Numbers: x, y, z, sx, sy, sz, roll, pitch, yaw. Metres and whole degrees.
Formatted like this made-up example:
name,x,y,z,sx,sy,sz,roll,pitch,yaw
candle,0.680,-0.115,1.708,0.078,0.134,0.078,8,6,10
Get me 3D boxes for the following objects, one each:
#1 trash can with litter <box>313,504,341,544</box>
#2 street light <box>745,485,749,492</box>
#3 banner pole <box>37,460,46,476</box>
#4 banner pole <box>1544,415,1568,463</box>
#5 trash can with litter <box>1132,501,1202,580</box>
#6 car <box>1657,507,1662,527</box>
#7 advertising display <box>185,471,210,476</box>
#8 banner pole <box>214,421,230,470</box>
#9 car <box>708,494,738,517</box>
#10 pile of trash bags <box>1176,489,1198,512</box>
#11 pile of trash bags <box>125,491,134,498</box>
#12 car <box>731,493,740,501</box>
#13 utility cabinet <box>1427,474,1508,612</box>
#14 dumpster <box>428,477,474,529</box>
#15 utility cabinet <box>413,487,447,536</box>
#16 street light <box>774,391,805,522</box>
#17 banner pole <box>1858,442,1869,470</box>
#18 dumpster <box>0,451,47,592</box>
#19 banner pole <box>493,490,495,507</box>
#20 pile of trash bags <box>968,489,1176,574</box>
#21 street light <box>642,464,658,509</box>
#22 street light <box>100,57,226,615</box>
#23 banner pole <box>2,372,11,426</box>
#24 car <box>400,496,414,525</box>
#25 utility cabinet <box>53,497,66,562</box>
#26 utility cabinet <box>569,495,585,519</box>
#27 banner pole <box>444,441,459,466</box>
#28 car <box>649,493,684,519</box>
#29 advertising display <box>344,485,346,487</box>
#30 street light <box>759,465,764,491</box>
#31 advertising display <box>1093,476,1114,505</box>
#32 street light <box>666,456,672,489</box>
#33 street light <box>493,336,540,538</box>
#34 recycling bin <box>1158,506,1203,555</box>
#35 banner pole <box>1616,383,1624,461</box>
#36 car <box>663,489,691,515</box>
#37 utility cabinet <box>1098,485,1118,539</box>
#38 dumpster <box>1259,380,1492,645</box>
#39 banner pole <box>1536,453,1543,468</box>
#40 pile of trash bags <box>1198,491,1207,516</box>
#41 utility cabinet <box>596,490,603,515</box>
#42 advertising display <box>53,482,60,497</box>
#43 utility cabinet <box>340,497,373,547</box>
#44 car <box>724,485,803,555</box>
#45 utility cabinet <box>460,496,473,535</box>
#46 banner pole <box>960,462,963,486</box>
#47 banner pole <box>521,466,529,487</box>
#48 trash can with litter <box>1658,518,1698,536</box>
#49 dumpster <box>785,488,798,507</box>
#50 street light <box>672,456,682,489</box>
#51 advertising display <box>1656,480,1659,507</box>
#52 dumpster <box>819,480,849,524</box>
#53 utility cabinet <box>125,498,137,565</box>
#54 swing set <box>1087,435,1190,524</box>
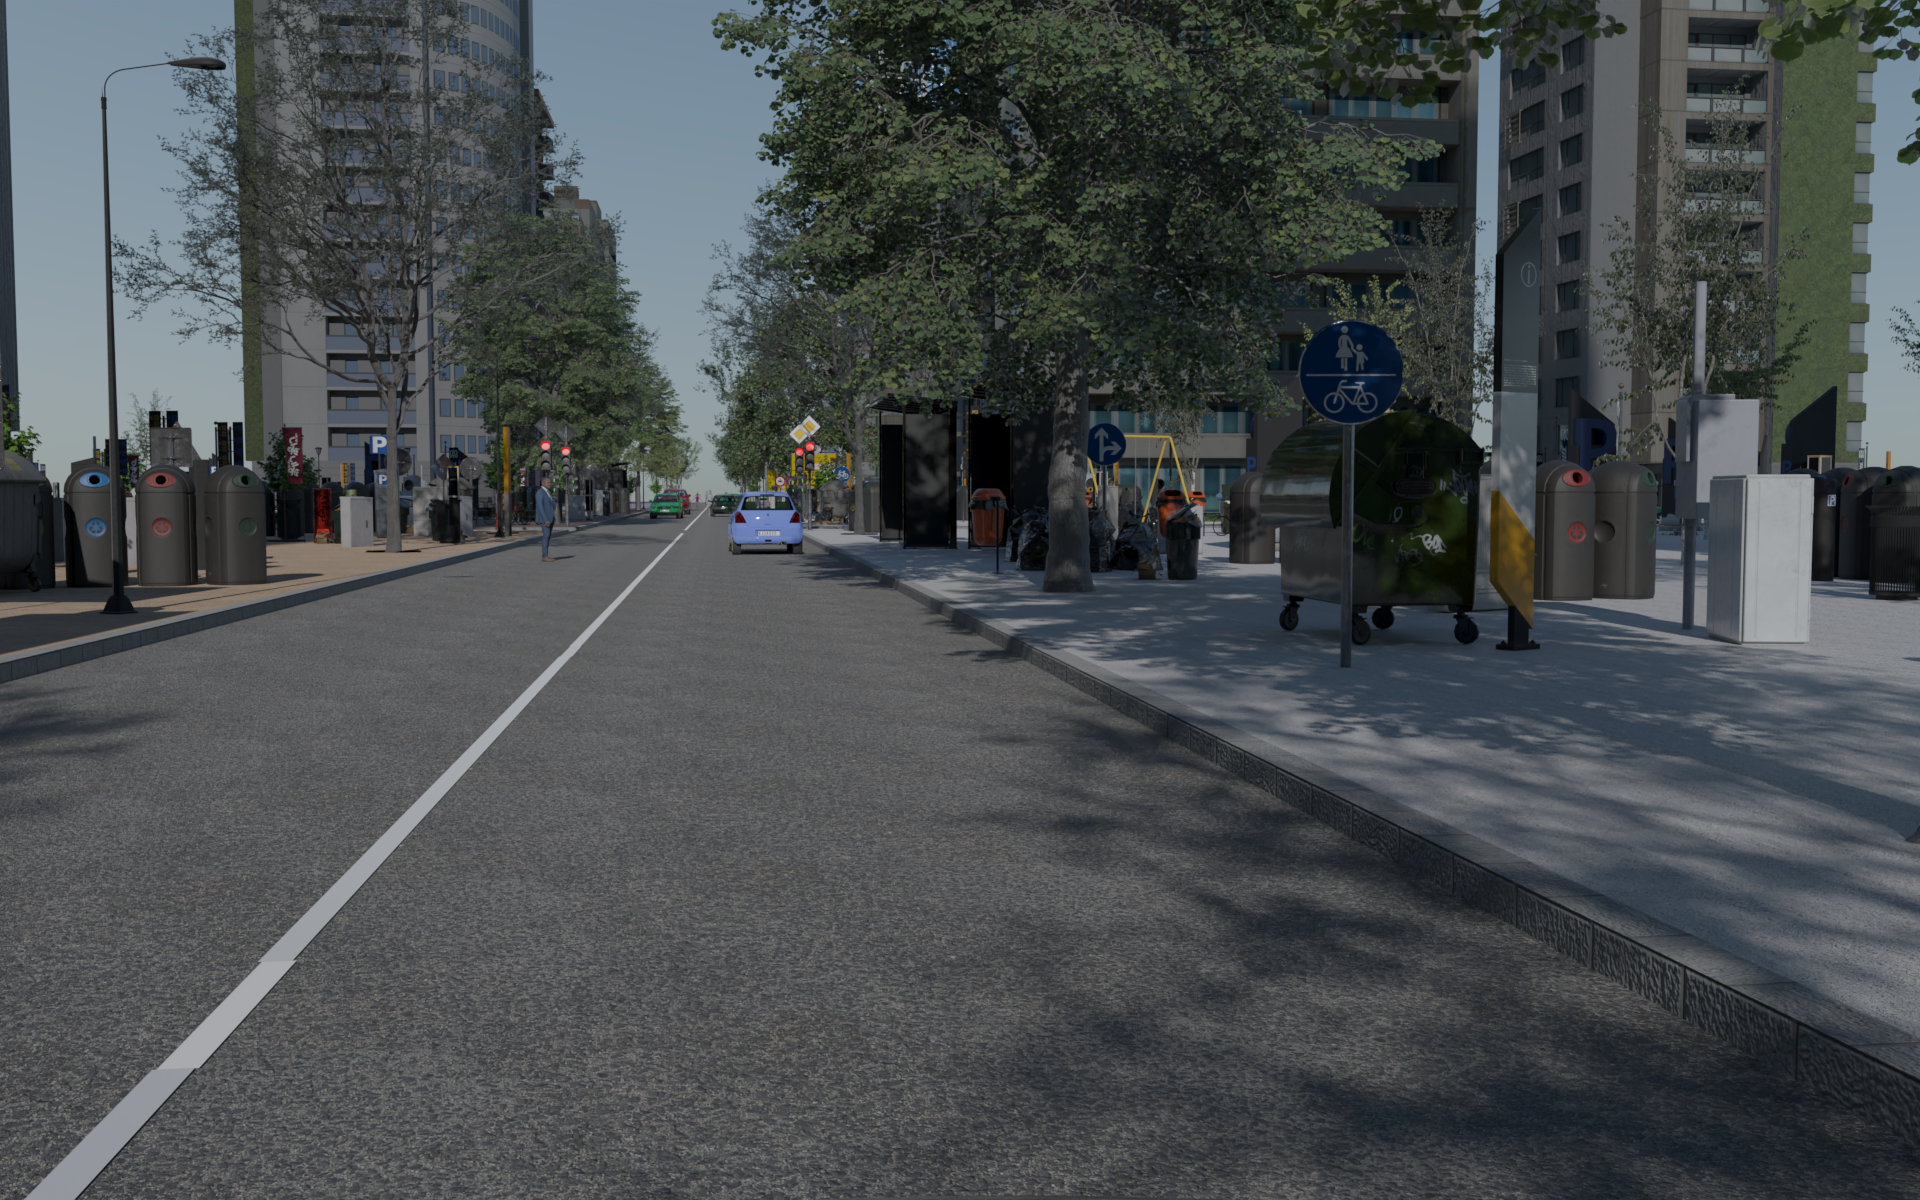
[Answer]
name,x,y,z,sx,sy,sz,roll,pitch,yaw
trash can with litter,-16.163,-2.037,44.699,1.055,1.170,0.624,0,4,-5
street light,-18.475,-11.166,155.110,1.470,5.913,1.316,0,4,-8
banner pole,-66.967,-8.334,126.277,0.401,3.779,0.863,1,4,22
banner pole,19.063,-3.973,54.979,0.863,3.779,0.401,-2,4,-31
trash can with litter,3.096,-0.891,25.959,1.055,1.170,0.624,0,4,6
car,26.590,-3.738,69.914,4.718,1.807,1.959,-1,4,-8
advertising display,-21.592,-2.678,49.001,0.974,1.923,0.123,2,4,24
banner pole,-25.345,-4.248,59.477,0.863,3.779,0.401,2,4,25
car,-15.073,-6.167,110.609,2.009,1.686,4.222,-1,4,-10
pile of trash bags,2.570,-1.397,32.601,3.447,1.369,1.912,0,4,0
pile of trash bags,-49.481,-5.872,105.759,3.447,1.369,1.912,3,5,44
car,-16.699,-7.202,126.548,1.959,1.807,4.718,0,4,-8
utility cabinet,5.644,-0.628,18.953,1.173,1.500,0.318,-2,4,-34
dumpster,-16.450,-3.068,55.926,1.264,1.857,1.865,0,4,-8
utility cabinet,-16.020,-2.681,52.515,1.173,1.500,0.318,2,4,26
street light,-7.719,-6.462,78.193,1.470,5.913,1.316,0,4,-8
banner pole,43.286,-5.689,83.030,0.863,3.779,0.401,-2,4,-28
dumpster,-12.510,-0.984,21.844,1.264,1.857,1.865,0,4,-8
banner pole,-36.852,-8.985,136.914,0.401,3.779,0.863,-1,4,-17
pile of trash bags,1.624,-1.168,28.850,3.447,1.369,1.912,-2,4,-35
street light,-25.999,-10.558,145.167,1.470,5.913,1.316,0,4,-8
street light,-8.500,-2.811,18.497,1.470,5.913,1.316,0,4,-8
banner pole,-19.294,-2.753,35.023,0.401,3.779,0.863,-3,5,-44
car,-20.817,-3.117,63.324,4.827,1.381,2.083,0,4,-8
utility cabinet,-17.404,-1.347,33.188,1.020,1.237,0.306,2,4,27
utility cabinet,-19.567,-4.736,88.602,1.020,1.237,0.306,1,4,13
banner pole,-24.011,-5.606,81.675,0.863,3.779,0.401,0,4,4
car,-17.090,-5.631,100.855,1.959,1.807,4.718,0,4,-6
advertising display,-44.502,-7.308,124.703,0.974,1.923,0.123,2,4,31
street light,-12.448,-8.513,111.729,1.470,5.913,1.316,0,4,-8
advertising display,5.187,-3.502,62.464,0.974,1.923,0.123,-3,4,-36
street light,-30.541,-12.543,177.616,1.470,5.913,1.316,0,4,-8
street light,-13.054,-4.801,51.040,1.470,5.913,1.316,0,4,-8
recycling bin,4.692,-1.490,36.916,0.722,1.027,0.722,-2,4,-27
banner pole,14.797,-2.993,38.945,0.401,3.779,0.863,2,4,28
car,-20.017,-6.911,121.662,2.281,1.827,5.304,0,4,-6
utility cabinet,3.677,-2.093,42.892,0.318,1.500,1.173,1,4,16
dumpster,3.689,-0.794,15.469,1.502,2.255,1.985,0,4,-8
banner pole,31.291,-6.312,93.219,0.863,3.779,0.401,-1,4,-23
pile of trash bags,5.471,-2.465,50.056,3.447,1.369,1.912,-1,4,-14
utility cabinet,-21.205,-5.758,102.826,0.318,1.500,1.173,-2,4,-34
advertising display,-49.620,-5.499,95.123,0.123,1.923,0.974,-3,5,-41
utility cabinet,-14.688,-1.899,42.209,0.306,1.237,1.020,1,4,11
car,-4.775,-1.995,42.209,1.945,1.707,3.694,-1,4,-9
utility cabinet,-15.575,-2.614,53.897,0.306,1.237,1.020,1,4,18
banner pole,0.407,-7.964,120.235,0.863,3.779,0.401,-1,4,-12
banner pole,-32.599,-8.549,129.793,0.863,3.779,0.401,-2,4,-34
trash can with litter,22.377,-2.624,53.960,1.678,1.210,2.233,2,4,31
dumpster,-9.626,-5.897,102.180,1.264,1.857,1.865,0,4,-8
street light,-37.367,-15.549,226.769,1.470,5.913,1.316,0,4,-8
advertising display,31.905,-4.578,80.063,0.974,1.923,0.123,-2,4,-27
dumpster,-5.370,-4.205,74.508,1.264,1.857,1.865,0,4,-8
utility cabinet,-15.362,-1.229,31.248,1.020,1.237,0.306,-3,5,-42
swing set,4.487,-2.961,46.024,3.119,2.851,2.862,-2,4,-30
